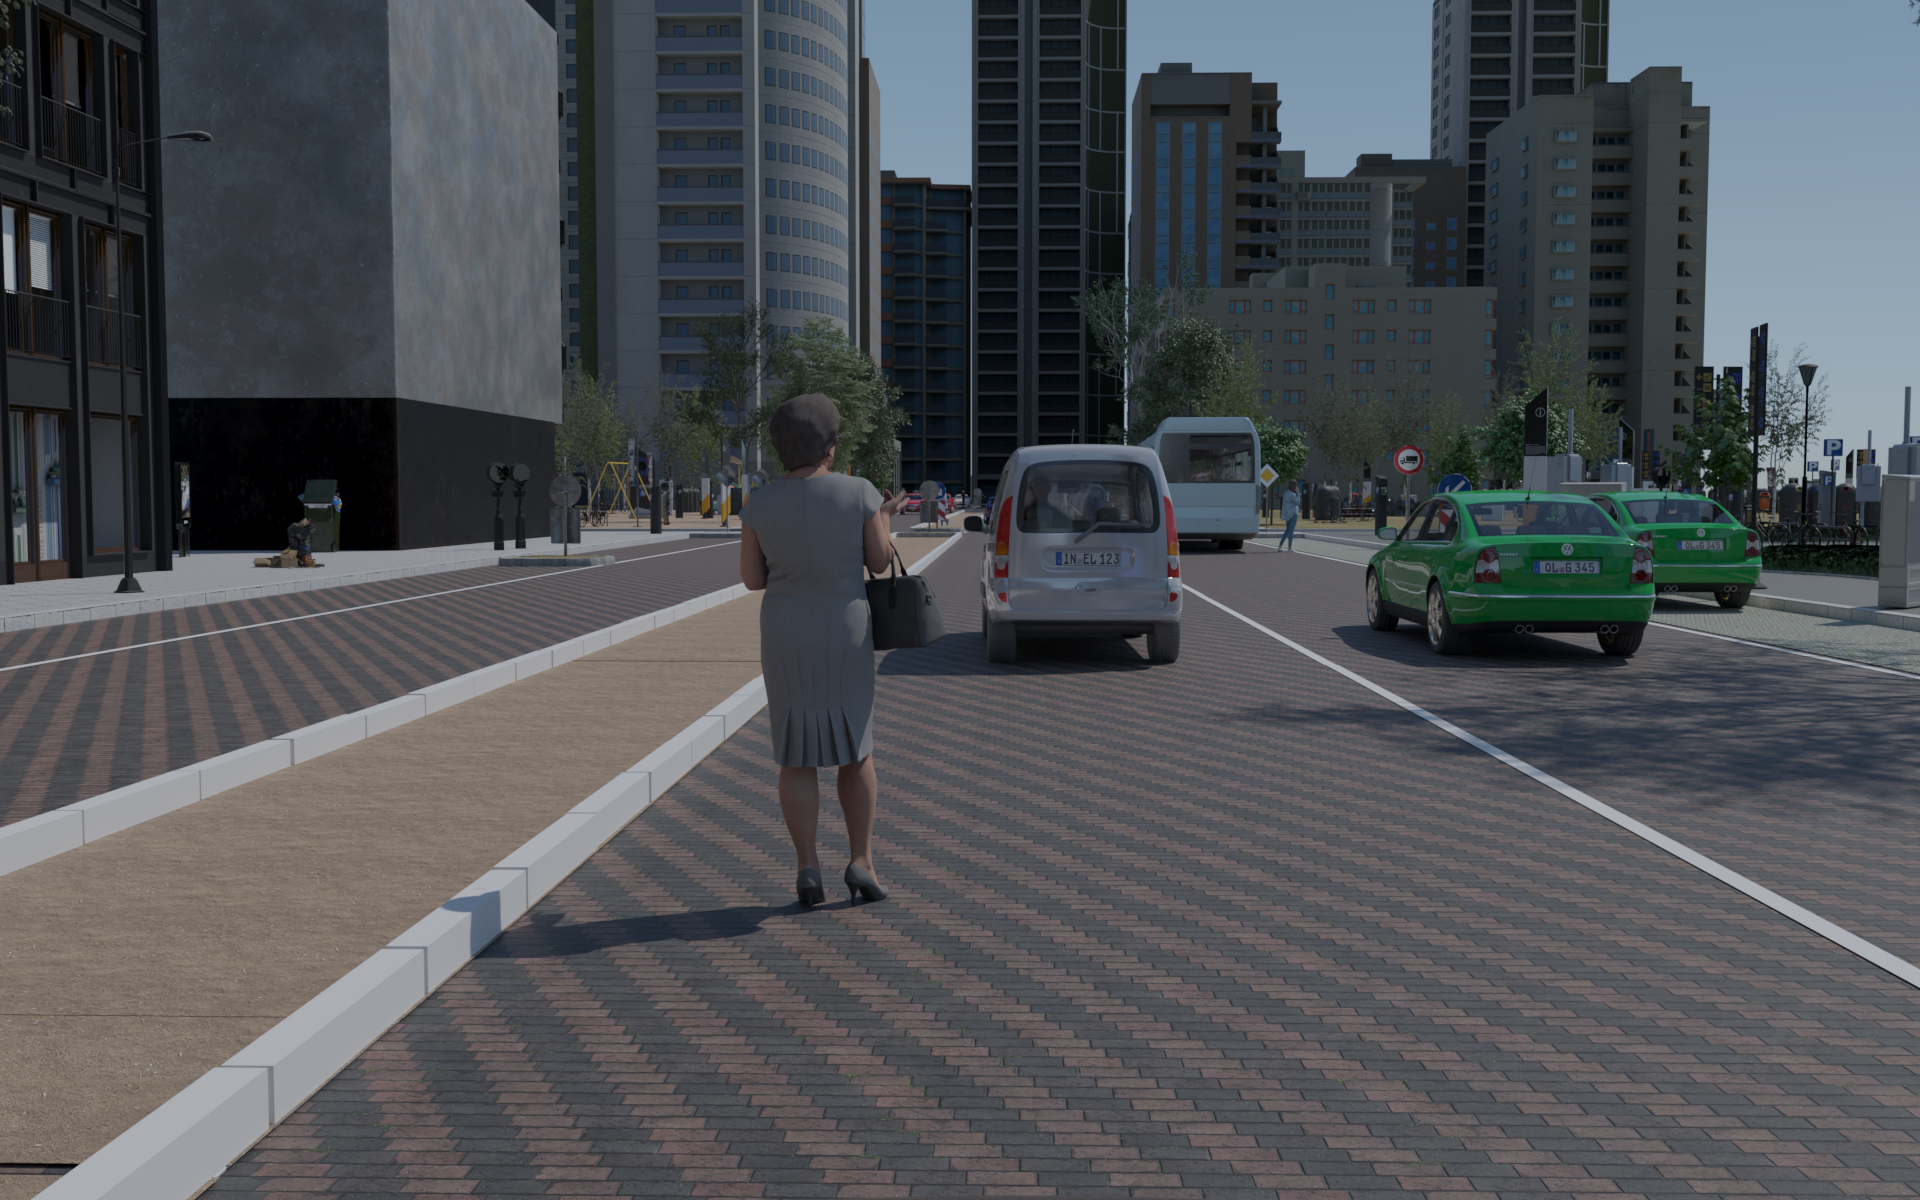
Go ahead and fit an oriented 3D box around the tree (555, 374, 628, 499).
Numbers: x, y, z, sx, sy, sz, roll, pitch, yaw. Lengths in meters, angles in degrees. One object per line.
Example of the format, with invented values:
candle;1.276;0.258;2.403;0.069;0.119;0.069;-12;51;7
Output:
tree;-22.143;-9.507;105.795;4.737;8.622;4.395;0;3;0

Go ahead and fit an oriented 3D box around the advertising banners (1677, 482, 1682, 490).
advertising banners;44.606;-6.715;105.975;2.074;3.025;0.090;-1;4;-21

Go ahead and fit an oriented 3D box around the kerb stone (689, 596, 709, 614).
kerb stone;-3.207;0.081;20.867;0.120;0.150;1.000;0;4;2

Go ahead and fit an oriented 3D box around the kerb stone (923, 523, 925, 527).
kerb stone;-1.671;-3.084;72.616;0.120;0.150;1.000;0;4;2

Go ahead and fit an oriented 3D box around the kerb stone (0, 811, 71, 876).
kerb stone;-3.630;0.959;6.519;0.120;0.150;1.000;0;4;2

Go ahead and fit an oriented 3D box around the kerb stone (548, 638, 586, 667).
kerb stone;-3.382;0.459;14.706;0.120;0.150;1.000;0;4;2

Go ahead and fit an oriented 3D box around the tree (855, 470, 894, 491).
tree;-7.358;-9.877;145.199;4.285;4.588;4.351;0;3;0

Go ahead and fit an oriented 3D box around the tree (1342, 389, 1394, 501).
tree;28.582;-10.521;122.381;4.737;8.622;4.395;0;3;0

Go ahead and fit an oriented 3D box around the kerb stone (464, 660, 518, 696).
kerb stone;-3.452;0.584;12.655;0.120;0.150;1.000;0;4;2

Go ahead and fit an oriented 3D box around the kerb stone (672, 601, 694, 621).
kerb stone;-3.235;0.149;19.844;0.120;0.150;1.000;0;4;2

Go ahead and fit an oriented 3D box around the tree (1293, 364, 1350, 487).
tree;21.094;-9.084;98.887;4.360;8.622;3.978;0;3;0

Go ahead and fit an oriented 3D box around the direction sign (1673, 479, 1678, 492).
direction sign;44.497;-7.056;107.359;0.876;3.537;0.379;-2;4;-30

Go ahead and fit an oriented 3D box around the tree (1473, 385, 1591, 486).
tree;17.262;-4.194;52.292;4.285;4.588;4.351;0;3;0

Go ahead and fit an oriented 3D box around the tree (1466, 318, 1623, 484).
tree;24.852;-7.506;73.082;4.737;8.622;4.395;0;3;0

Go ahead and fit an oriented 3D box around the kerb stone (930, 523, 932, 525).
kerb stone;-1.486;-3.456;78.772;0.120;0.150;1.000;0;4;2

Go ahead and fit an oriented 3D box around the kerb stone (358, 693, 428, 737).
kerb stone;-3.507;0.717;10.612;0.120;0.150;1.000;0;4;2

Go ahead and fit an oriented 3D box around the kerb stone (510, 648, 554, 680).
kerb stone;-3.418;0.521;13.677;0.120;0.150;1.000;0;4;2

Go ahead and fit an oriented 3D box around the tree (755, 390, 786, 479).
tree;-12.465;-10.485;121.791;4.737;8.622;4.395;0;3;0

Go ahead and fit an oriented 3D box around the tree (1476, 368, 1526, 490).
tree;31.785;-9.183;100.498;4.360;8.622;3.978;0;3;0

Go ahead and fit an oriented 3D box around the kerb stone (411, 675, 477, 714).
kerb stone;-3.478;0.646;11.634;0.120;0.150;1.000;0;4;2

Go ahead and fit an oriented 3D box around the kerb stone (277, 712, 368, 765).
kerb stone;-3.538;0.771;9.590;0.120;0.150;1.000;0;4;2

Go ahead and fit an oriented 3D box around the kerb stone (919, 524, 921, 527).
kerb stone;-1.765;-2.896;69.542;0.120;0.150;1.000;0;4;2

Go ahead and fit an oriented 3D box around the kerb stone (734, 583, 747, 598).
kerb stone;-3.112;-0.107;23.947;0.120;0.150;1.000;0;4;2

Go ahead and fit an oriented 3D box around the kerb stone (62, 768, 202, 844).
kerb stone;-3.604;0.898;7.540;0.120;0.150;1.000;0;4;2

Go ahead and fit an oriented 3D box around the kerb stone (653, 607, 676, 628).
kerb stone;-3.268;0.209;18.823;0.120;0.150;1.000;0;4;2

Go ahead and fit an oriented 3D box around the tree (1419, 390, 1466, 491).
tree;34.454;-10.587;123.456;4.737;8.622;4.395;0;3;0

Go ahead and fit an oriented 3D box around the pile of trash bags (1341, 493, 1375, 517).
pile of trash bags;21.255;-5.220;95.100;3.447;1.369;1.912;-2;4;-27

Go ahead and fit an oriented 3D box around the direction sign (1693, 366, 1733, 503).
direction sign;13.436;-2.372;30.779;0.876;3.537;0.379;0;4;-4

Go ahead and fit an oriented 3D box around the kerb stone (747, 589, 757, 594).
kerb stone;-3.087;-0.167;24.968;0.120;0.150;1.000;0;4;2

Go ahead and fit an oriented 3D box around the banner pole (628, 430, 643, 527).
banner pole;-12.696;-4.737;67.463;0.401;3.779;0.863;-3;5;-43

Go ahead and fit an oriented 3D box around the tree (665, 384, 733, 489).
tree;-16.866;-10.027;114.299;4.737;8.622;4.395;0;3;0

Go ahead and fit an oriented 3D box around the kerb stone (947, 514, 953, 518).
kerb stone;-0.636;-5.214;107.490;0.120;0.150;1.000;0;4;2

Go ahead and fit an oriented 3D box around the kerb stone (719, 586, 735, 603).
kerb stone;-3.147;-0.044;22.919;0.120;0.150;1.000;0;4;2

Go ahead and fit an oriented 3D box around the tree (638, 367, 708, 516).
tree;-16.645;-9.161;100.146;4.360;8.622;3.978;0;3;0

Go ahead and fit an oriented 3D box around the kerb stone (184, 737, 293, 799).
kerb stone;-3.577;0.838;8.562;0.120;0.150;1.000;0;4;2

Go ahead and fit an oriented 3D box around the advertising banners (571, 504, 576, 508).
advertising banners;-30.681;-8.497;135.107;2.074;3.025;0.090;3;4;37

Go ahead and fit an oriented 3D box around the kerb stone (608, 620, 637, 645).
kerb stone;-3.322;0.332;16.770;0.120;0.150;1.000;0;4;2

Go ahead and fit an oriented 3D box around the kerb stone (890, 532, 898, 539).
kerb stone;-2.146;-2.112;56.734;0.120;0.150;1.000;0;4;2

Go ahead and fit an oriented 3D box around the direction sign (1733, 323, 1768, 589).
direction sign;10.748;-1.921;23.398;0.379;3.537;0.876;1;4;12

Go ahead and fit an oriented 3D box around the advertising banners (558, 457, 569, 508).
advertising banners;-18.748;-5.233;81.746;0.090;3.025;2.074;-1;4;-22

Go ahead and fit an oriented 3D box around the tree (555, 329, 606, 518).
tree;-17.249;-7.461;72.355;4.360;8.622;3.978;0;3;0

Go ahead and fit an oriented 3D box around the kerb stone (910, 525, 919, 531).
kerb stone;-1.797;-2.828;68.515;0.120;0.150;1.000;0;4;2

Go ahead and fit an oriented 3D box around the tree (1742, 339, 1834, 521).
tree;39.366;-8.110;82.966;4.360;8.622;3.978;0;3;0

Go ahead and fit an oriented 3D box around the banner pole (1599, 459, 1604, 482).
banner pole;43.583;-7.810;117.716;0.401;3.779;0.863;3;5;41

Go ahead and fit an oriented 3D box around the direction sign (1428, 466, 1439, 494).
direction sign;37.735;-8.929;137.994;0.876;3.537;0.379;2;4;27

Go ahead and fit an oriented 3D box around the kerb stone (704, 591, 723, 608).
kerb stone;-3.177;0.018;21.897;0.120;0.150;1.000;0;4;2

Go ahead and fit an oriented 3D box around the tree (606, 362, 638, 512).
tree;-19.511;-8.594;90.878;4.360;8.622;3.978;0;3;0

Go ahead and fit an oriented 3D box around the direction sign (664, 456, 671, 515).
direction sign;-17.574;-6.861;104.175;0.379;3.537;0.876;-2;4;-32

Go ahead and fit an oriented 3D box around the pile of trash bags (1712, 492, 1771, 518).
pile of trash bags;42.196;-5.164;94.190;3.447;1.369;1.912;1;4;21

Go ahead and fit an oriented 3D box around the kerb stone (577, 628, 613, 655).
kerb stone;-3.355;0.395;15.741;0.120;0.150;1.000;0;4;2

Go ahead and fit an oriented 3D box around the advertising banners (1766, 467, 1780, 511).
advertising banners;53.366;-7.103;112.323;2.074;3.025;0.090;2;4;31

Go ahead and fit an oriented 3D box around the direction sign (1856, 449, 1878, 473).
direction sign;45.692;-5.836;87.417;0.876;3.537;0.379;1;4;12

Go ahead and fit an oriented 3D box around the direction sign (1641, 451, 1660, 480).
direction sign;36.317;-6.063;91.127;0.876;3.537;0.379;1;4;20

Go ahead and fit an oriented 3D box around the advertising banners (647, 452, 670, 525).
advertising banners;-12.554;-4.639;72.043;0.090;3.025;2.074;-2;4;-35

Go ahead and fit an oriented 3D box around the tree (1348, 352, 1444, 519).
tree;22.793;-8.479;88.987;4.360;8.622;3.978;0;3;0

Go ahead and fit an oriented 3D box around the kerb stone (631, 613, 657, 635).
kerb stone;-3.304;0.269;17.793;0.120;0.150;1.000;0;4;2

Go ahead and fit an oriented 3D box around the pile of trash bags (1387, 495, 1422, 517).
pile of trash bags;26.192;-5.463;99.070;3.447;1.369;1.912;0;4;-2
